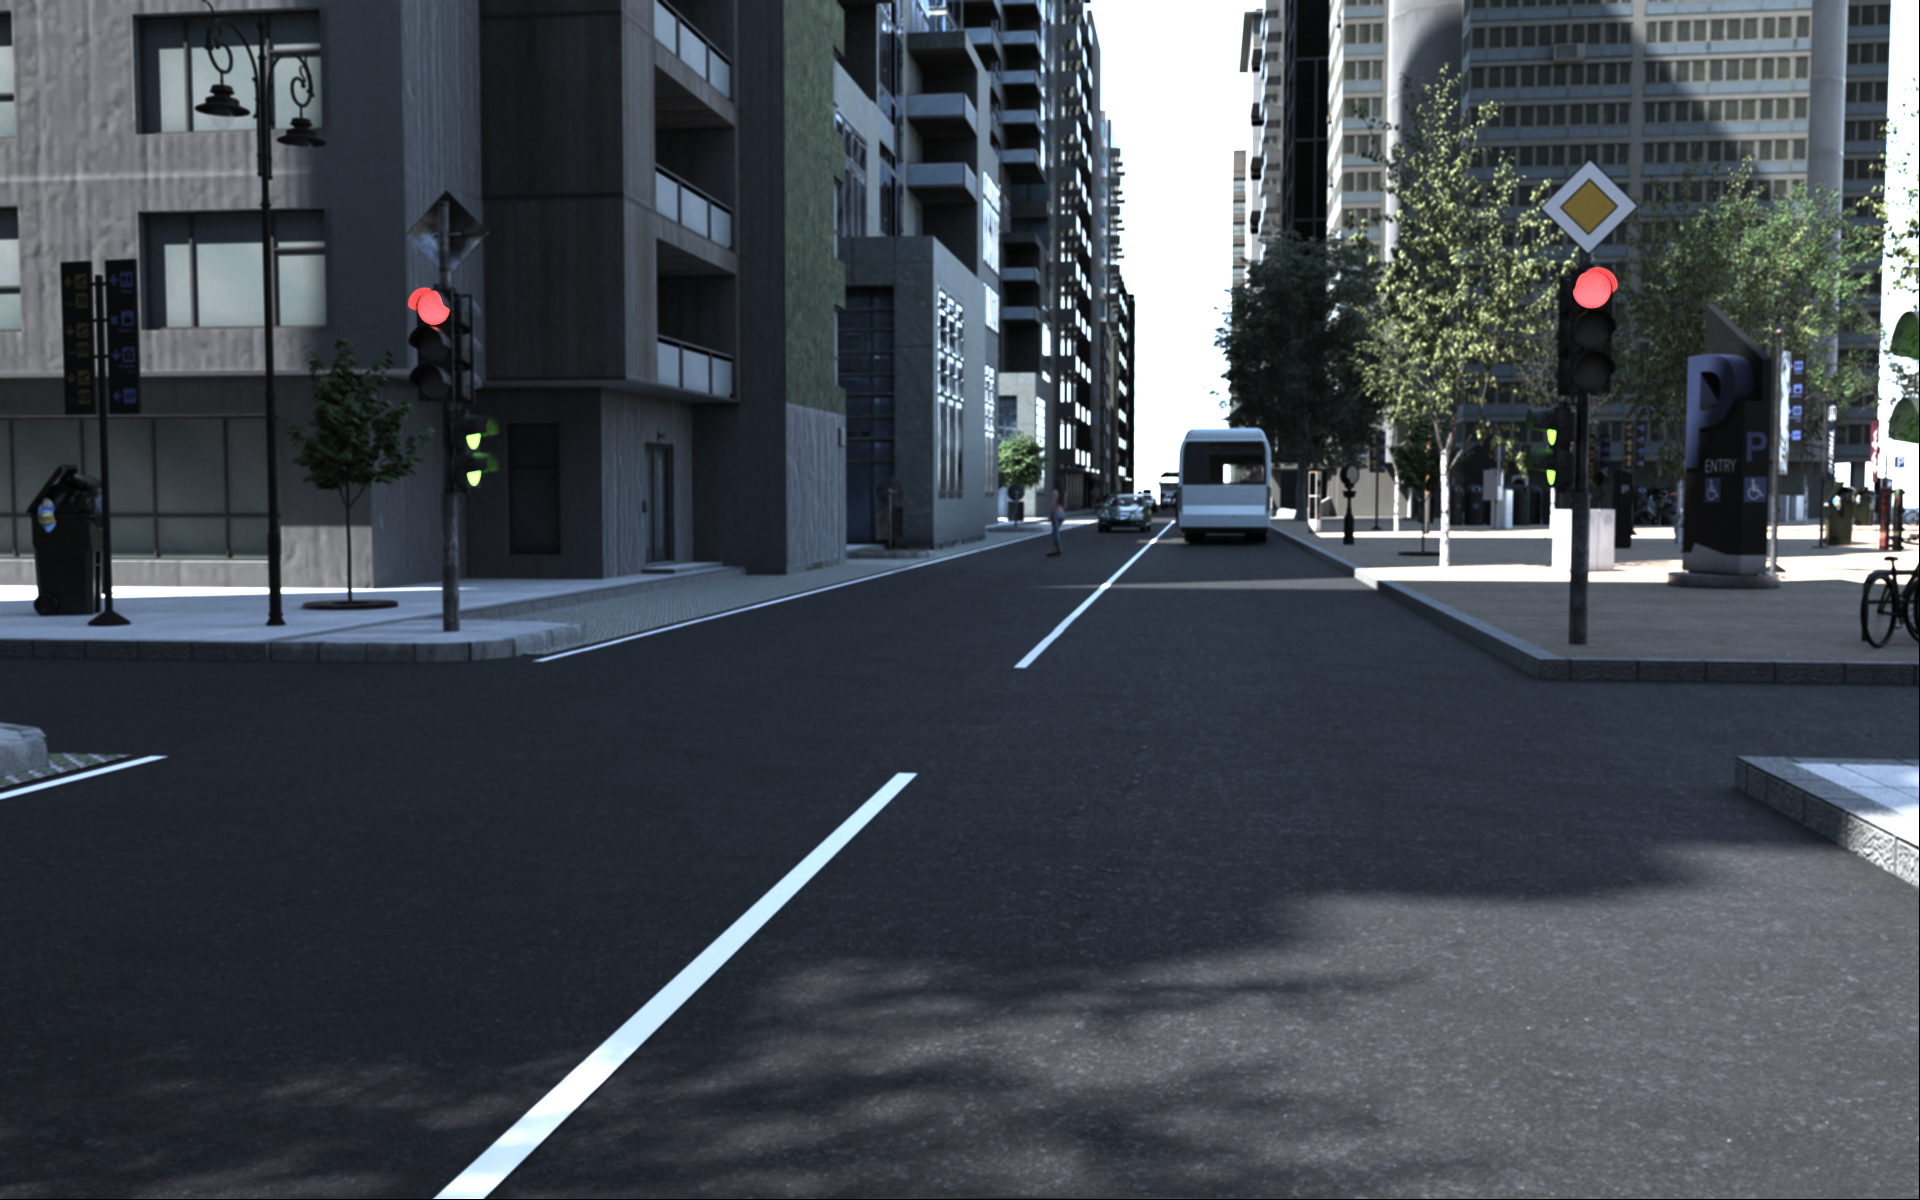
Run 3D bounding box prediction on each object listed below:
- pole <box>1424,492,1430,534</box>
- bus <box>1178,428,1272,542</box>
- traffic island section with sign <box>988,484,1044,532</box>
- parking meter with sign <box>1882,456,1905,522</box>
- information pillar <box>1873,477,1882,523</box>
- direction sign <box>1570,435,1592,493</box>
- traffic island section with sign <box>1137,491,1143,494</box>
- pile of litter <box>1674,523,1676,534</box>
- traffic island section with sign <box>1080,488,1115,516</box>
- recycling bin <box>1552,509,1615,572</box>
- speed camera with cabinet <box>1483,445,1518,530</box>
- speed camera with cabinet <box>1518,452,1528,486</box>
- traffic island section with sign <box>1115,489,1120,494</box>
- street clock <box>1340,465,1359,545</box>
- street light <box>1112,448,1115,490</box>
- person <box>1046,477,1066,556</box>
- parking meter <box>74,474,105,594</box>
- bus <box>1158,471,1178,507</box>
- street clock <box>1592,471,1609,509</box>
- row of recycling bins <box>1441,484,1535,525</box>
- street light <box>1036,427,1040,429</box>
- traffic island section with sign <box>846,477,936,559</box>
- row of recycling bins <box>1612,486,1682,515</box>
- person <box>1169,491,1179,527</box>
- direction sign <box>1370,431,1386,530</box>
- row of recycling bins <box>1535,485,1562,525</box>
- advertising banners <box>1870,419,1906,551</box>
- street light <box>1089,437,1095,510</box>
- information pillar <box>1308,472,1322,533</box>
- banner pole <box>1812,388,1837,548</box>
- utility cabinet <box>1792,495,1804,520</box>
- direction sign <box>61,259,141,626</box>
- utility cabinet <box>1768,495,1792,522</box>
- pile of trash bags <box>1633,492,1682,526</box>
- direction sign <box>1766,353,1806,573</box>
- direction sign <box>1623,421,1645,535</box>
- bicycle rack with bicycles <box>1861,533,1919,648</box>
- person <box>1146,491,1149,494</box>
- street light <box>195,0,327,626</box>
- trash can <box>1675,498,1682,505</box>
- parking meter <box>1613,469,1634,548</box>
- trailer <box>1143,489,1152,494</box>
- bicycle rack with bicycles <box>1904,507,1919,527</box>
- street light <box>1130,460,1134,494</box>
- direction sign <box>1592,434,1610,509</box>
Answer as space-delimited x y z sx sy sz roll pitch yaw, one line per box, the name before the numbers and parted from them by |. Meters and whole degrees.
pole | 14.878 -3.752 55.190 0.158 3.312 0.155 0 3 0
bus | 8.449 -3.664 54.770 2.948 3.499 13.247 1 4 9
traffic island section with sign | 2.141 -3.485 65.612 1.989 1.847 2.006 0 4 8
parking meter with sign | 42.773 -5.132 80.162 0.543 3.016 1.738 -1 4 -18
information pillar | 40.095 -4.356 75.706 0.304 2.012 0.304 2 4 32
direction sign | 22.005 -4.282 62.000 0.379 3.537 0.876 -2 4 -34
traffic island section with sign | 24.144 -13.087 222.600 1.989 1.847 2.006 0 4 8
pile of litter | 22.986 -2.466 54.278 1.719 0.858 1.176 -3 5 -42
traffic island section with sign | 9.023 -6.491 114.758 1.989 1.847 2.006 0 4 8
recycling bin | 10.345 -0.990 28.734 0.722 1.027 0.722 -1 4 -19
speed camera with cabinet | 19.549 -4.195 62.922 0.660 3.252 2.038 2 4 32
speed camera with cabinet | 25.811 -5.364 82.036 2.038 3.252 0.660 2 4 29
traffic island section with sign | 12.773 -8.126 141.483 1.989 1.847 2.006 0 4 8
street clock | 9.876 -2.408 43.945 0.471 2.002 0.358 -2 4 -35
street light | 15.516 -12.381 175.219 0.468 5.910 1.993 0 4 8
person | 2.255 -1.932 40.094 0.388 1.821 0.555 2 4 34
parking meter | -11.200 -0.846 22.249 0.372 1.533 0.369 0 3 0
bus | 22.955 -12.029 188.224 2.896 3.916 12.252 0 4 6
street clock | 19.725 -2.985 53.370 0.358 2.002 0.471 -2 4 -31
row of recycling bins | 21.652 -3.935 71.448 3.534 1.692 1.069 0 4 6
street light | 3.980 -7.357 93.082 0.468 5.910 1.993 0 4 8
traffic island section with sign | -1.602 -1.853 38.917 1.989 1.847 2.006 0 4 8
row of recycling bins | 34.056 -4.822 85.952 3.534 1.692 1.069 -1 4 -9
person | 9.647 -4.159 76.280 0.659 1.850 0.755 2 4 28
direction sign | 14.960 -4.287 62.093 0.876 3.537 0.379 -3 5 -40
row of recycling bins | 23.826 -4.072 73.688 3.534 1.692 1.069 2 4 34
advertising banners | 21.339 -2.673 39.891 0.090 3.025 2.074 0 4 8
street light | 10.586 -10.204 139.616 0.468 5.910 1.993 0 4 8
information pillar | 11.612 -3.191 56.672 0.304 2.012 0.304 3 5 44
banner pole | 20.437 -3.105 40.788 0.401 3.779 0.863 0 4 3
utility cabinet | 41.050 -4.507 84.857 1.020 1.237 0.306 -3 4 -38
direction sign | -8.355 -1.523 16.903 0.876 3.537 0.379 1 4 16
utility cabinet | 37.434 -4.172 79.380 0.306 1.237 1.020 -3 4 -36
pile of trash bags | 29.153 -3.790 71.714 1.912 1.369 3.447 3 4 38
direction sign | 13.365 -2.222 28.327 0.379 3.537 0.876 -2 4 -31
direction sign | 20.942 -3.784 53.862 0.876 3.537 0.379 -2 4 -27
bicycle rack with bicycles | 8.818 -0.075 14.616 2.925 0.926 2.852 -1 4 -17
person | 19.876 -10.714 184.504 0.721 1.723 1.217 -3 5 -39
street light | -6.697 -2.690 16.775 0.468 5.910 1.993 0 4 8
trash can | 26.625 -3.178 63.613 0.748 1.137 0.748 0 3 0
parking meter | 15.720 -2.162 41.053 0.399 1.863 0.255 0 4 -1
trailer | 21.961 -12.007 203.368 1.471 1.999 3.904 0 4 7
bicycle rack with bicycles | 38.701 -3.317 67.610 2.925 0.926 2.852 3 4 38
street light | 21.993 -15.228 221.771 0.468 5.910 1.993 0 4 8
direction sign | 24.247 -4.522 65.939 0.876 3.537 0.379 1 4 22
